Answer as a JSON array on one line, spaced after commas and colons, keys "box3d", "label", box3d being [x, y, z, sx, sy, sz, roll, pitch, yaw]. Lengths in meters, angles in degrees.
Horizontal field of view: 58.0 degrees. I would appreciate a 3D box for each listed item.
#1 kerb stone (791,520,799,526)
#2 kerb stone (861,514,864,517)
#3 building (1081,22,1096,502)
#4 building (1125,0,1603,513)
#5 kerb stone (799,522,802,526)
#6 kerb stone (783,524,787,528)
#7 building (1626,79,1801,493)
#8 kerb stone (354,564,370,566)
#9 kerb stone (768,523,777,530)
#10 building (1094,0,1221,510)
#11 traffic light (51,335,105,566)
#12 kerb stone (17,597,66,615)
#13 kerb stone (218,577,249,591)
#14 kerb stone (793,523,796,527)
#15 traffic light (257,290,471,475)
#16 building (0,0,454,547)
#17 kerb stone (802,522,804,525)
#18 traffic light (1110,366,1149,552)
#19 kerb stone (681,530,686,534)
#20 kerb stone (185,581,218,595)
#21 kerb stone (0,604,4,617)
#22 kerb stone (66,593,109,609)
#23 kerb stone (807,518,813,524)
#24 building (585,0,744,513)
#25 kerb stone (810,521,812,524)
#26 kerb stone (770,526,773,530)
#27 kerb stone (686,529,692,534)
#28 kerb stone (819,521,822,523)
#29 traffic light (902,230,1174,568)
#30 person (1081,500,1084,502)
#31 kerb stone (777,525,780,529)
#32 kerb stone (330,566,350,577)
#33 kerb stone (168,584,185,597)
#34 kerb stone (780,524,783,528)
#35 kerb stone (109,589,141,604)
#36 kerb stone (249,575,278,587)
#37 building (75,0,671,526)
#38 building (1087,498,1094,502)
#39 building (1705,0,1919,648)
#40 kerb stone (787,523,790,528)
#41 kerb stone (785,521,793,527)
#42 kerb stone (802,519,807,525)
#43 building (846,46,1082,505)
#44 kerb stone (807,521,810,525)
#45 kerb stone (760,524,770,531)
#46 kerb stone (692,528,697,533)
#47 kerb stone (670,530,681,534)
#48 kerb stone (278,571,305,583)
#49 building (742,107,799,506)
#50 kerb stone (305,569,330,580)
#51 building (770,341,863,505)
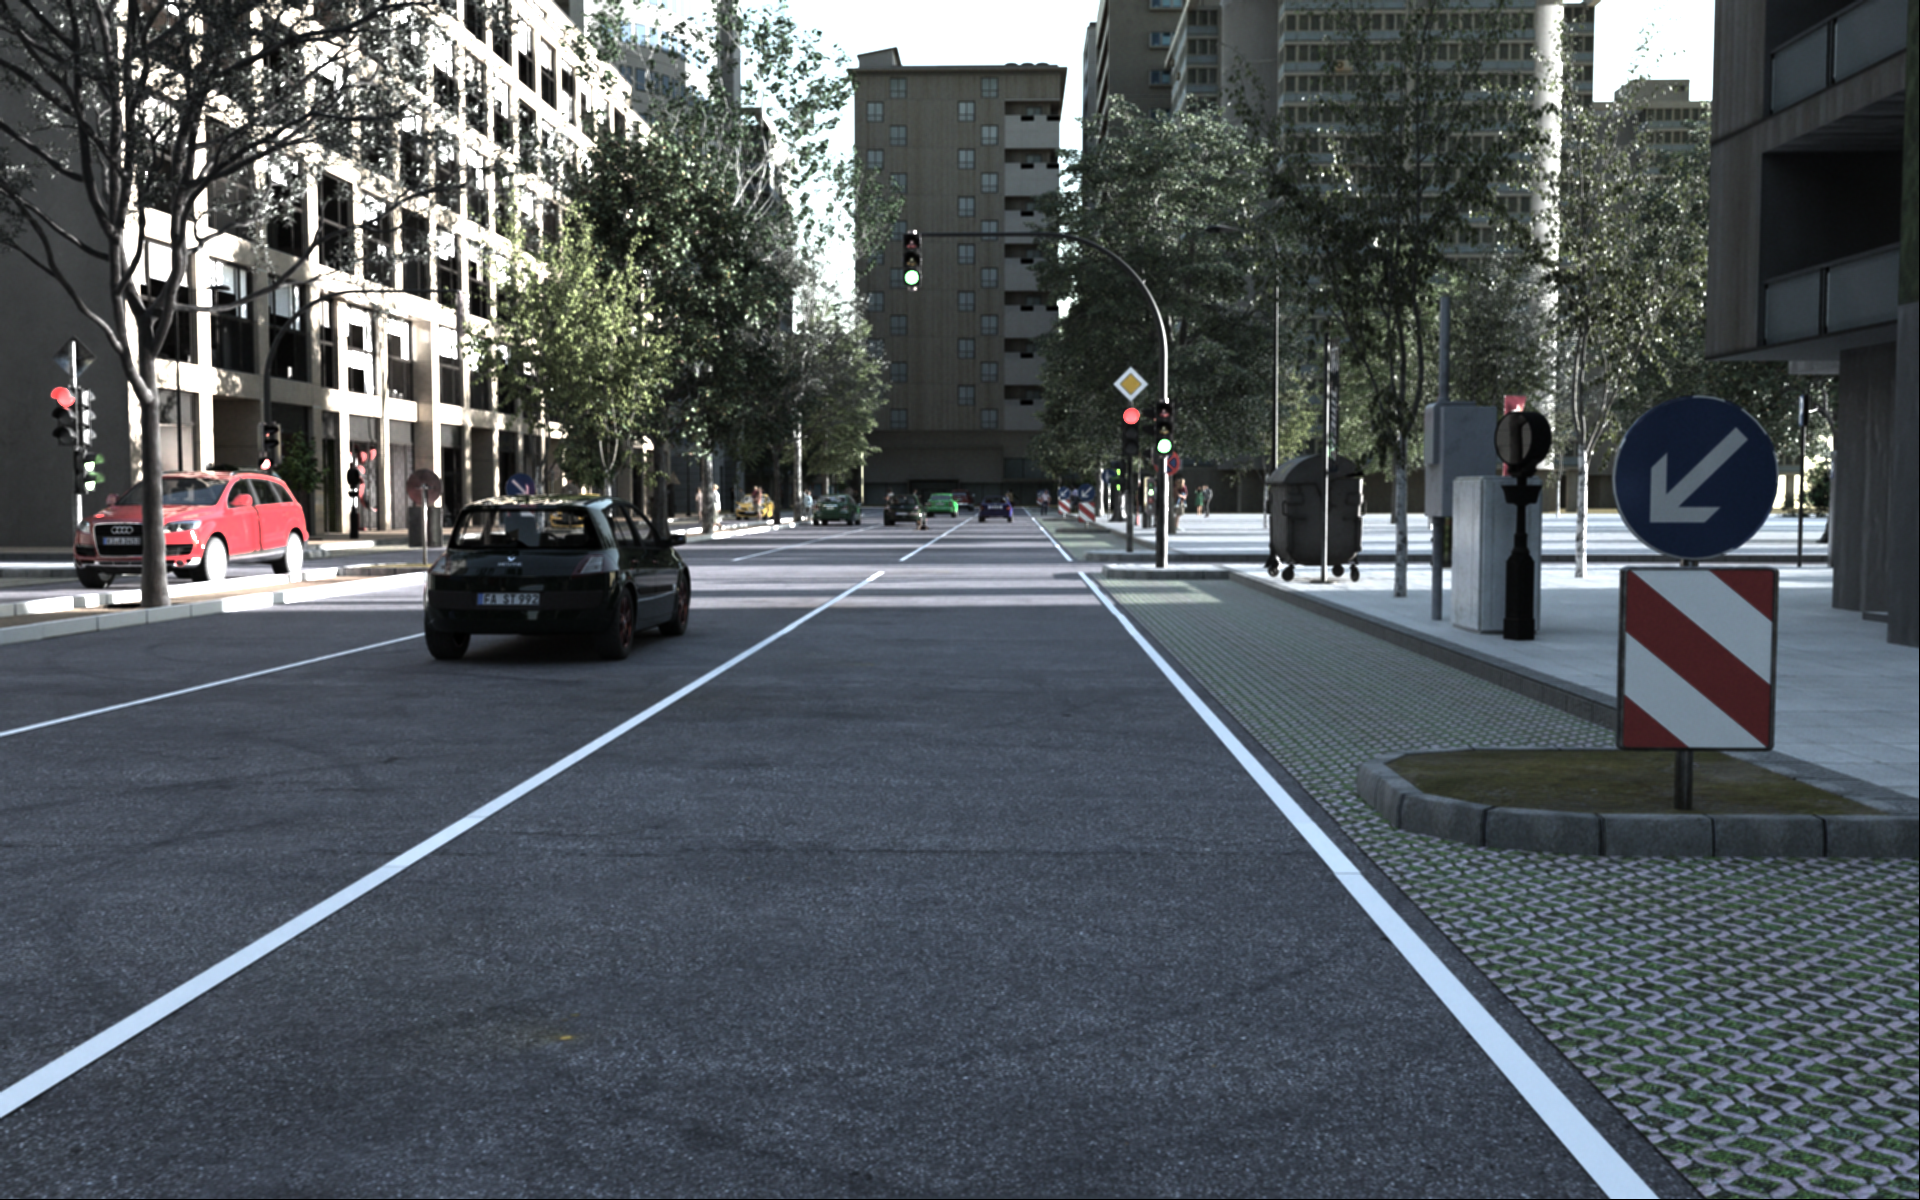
[{"box3d": [-7.363, -3.325, 76.554, 0.120, 0.150, 1.000, 0, 4, 2], "label": "kerb stone"}, {"box3d": [-6.304, -5.518, 112.409, 0.120, 0.150, 1.000, 0, 4, 2], "label": "kerb stone"}, {"box3d": [29.123, -40.804, 209.142, 28.212, 58.520, 21.231, 0, 4, 2], "label": "building"}, {"box3d": [28.301, -26.605, 126.879, 32.217, 40.220, 23.993, 0, 4, 2], "label": "building"}, {"box3d": [-7.327, -3.387, 77.576, 0.120, 0.150, 1.000, 0, 4, 2], "label": "kerb stone"}, {"box3d": [-7.485, -3.073, 72.431, 0.120, 0.150, 1.000, 0, 4, 2], "label": "kerb stone"}, {"box3d": [66.056, -29.134, 168.214, 23.993, 40.220, 32.217, 0, 4, 2], "label": "building"}, {"box3d": [-10.813, -0.542, 31.056, 0.120, 0.150, 1.000, 0, 4, 2], "label": "kerb stone"}, {"box3d": [-7.568, -2.884, 69.362, 0.120, 0.150, 1.000, 0, 4, 2], "label": "kerb stone"}, {"box3d": [22.861, -32.162, 149.549, 21.300, 48.544, 21.600, 0, 4, 2], "label": "building"}, {"box3d": [-15.661, -2.555, 30.696, 0.839, 4.253, 0.868, 0, 4, 2], "label": "traffic light"}, {"box3d": [-11.101, 0.086, 20.793, 0.120, 0.150, 1.000, 0, 4, 2], "label": "kerb stone"}, {"box3d": [-10.963, -0.226, 25.930, 0.120, 0.150, 1.000, 0, 4, 2], "label": "kerb stone"}, {"box3d": [-7.391, -3.260, 75.527, 0.120, 0.150, 1.000, 0, 4, 2], "label": "kerb stone"}, {"box3d": [-13.332, -3.913, 38.651, 4.771, 5.953, 1.251, 0, 4, 2], "label": "traffic light"}, {"box3d": [-29.234, -15.541, 58.610, 19.350, 26.468, 34.151, 0, 4, 2], "label": "building"}, {"box3d": [-7.300, -3.450, 78.598, 0.120, 0.150, 1.000, 0, 4, 2], "label": "kerb stone"}, {"box3d": [3.728, -3.010, 38.130, 0.839, 4.253, 0.868, 0, 4, 2], "label": "traffic light"}, {"box3d": [-9.919, -2.388, 61.231, 0.120, 0.150, 1.000, 0, 4, 2], "label": "kerb stone"}, {"box3d": [-10.987, -0.165, 24.900, 0.120, 0.150, 1.000, 0, 4, 2], "label": "kerb stone"}, {"box3d": [-11.142, 0.149, 19.765, 0.120, 0.150, 1.000, 0, 4, 2], "label": "kerb stone"}, {"box3d": [-11.083, 0.023, 21.826, 0.120, 0.150, 1.000, 0, 4, 2], "label": "kerb stone"}, {"box3d": [-7.185, -3.693, 82.694, 0.120, 0.150, 1.000, 0, 4, 2], "label": "kerb stone"}, {"box3d": [-28.777, -35.857, 128.259, 21.231, 58.520, 28.212, 0, 4, 2], "label": "building"}, {"box3d": [-7.214, -3.629, 81.664, 0.120, 0.150, 1.000, 0, 4, 2], "label": "kerb stone"}, {"box3d": [-7.605, -2.822, 68.340, 0.120, 0.150, 1.000, 0, 4, 2], "label": "kerb stone"}, {"box3d": [-9.884, -2.447, 62.263, 0.120, 0.150, 1.000, 0, 4, 2], "label": "kerb stone"}, {"box3d": [-7.089, -3.888, 85.771, 0.120, 0.150, 1.000, 0, 4, 2], "label": "kerb stone"}, {"box3d": [1.399, -3.388, 30.068, 4.771, 5.953, 1.251, 0, 4, 2], "label": "traffic light"}, {"box3d": [11.868, -9.965, 169.495, 0.617, 1.759, 0.750, -3, 5, -41], "label": "person"}, {"box3d": [-7.535, -2.947, 70.384, 0.120, 0.150, 1.000, 0, 4, 2], "label": "kerb stone"}, {"box3d": [-10.841, -0.473, 30.034, 0.120, 0.150, 1.000, 0, 4, 2], "label": "kerb stone"}, {"box3d": [-11.019, -0.103, 23.878, 0.120, 0.150, 1.000, 0, 4, 2], "label": "kerb stone"}, {"box3d": [-7.517, -3.010, 71.409, 0.120, 0.150, 1.000, 0, 4, 2], "label": "kerb stone"}, {"box3d": [-11.048, -0.034, 22.857, 0.120, 0.150, 1.000, 0, 4, 2], "label": "kerb stone"}, {"box3d": [-10.925, -0.289, 26.964, 0.120, 0.150, 1.000, 0, 4, 2], "label": "kerb stone"}, {"box3d": [-28.535, -17.645, 93.006, 19.350, 26.468, 34.151, 0, 4, 2], "label": "building"}, {"box3d": [29.151, -29.438, 173.200, 32.217, 40.220, 23.993, 0, 4, 2], "label": "building"}, {"box3d": [15.055, -20.279, 15.155, 14.154, 41.232, 14.086, 0, 4, 2], "label": "building"}, {"box3d": [-7.453, -3.136, 73.469, 0.120, 0.150, 1.000, 0, 4, 2], "label": "kerb stone"}, {"box3d": [-7.412, -3.194, 74.491, 0.120, 0.150, 1.000, 0, 4, 2], "label": "kerb stone"}, {"box3d": [-7.273, -3.512, 79.619, 0.120, 0.150, 1.000, 0, 4, 2], "label": "kerb stone"}, {"box3d": [1.138, -38.157, 213.111, 27.495, 52.752, 28.713, 0, 4, 2], "label": "building"}, {"box3d": [-7.236, -3.575, 80.642, 0.120, 0.150, 1.000, 0, 4, 2], "label": "kerb stone"}, {"box3d": [-7.626, -2.760, 67.317, 0.120, 0.150, 1.000, 0, 4, 2], "label": "kerb stone"}, {"box3d": [-9.858, -2.513, 63.285, 0.120, 0.150, 1.000, 0, 4, 2], "label": "kerb stone"}, {"box3d": [-9.940, -2.325, 60.209, 0.120, 0.150, 1.000, 0, 4, 2], "label": "kerb stone"}, {"box3d": [-10.894, -0.345, 27.986, 0.120, 0.150, 1.000, 0, 4, 2], "label": "kerb stone"}, {"box3d": [-28.817, -29.304, 171.000, 23.993, 40.220, 32.217, 0, 4, 2], "label": "building"}, {"box3d": [-10.858, -0.417, 29.006, 0.120, 0.150, 1.000, 0, 4, 2], "label": "kerb stone"}, {"box3d": [-27.679, -22.573, 214.105, 28.899, 21.520, 27.650, 0, 4, 2], "label": "building"}]
